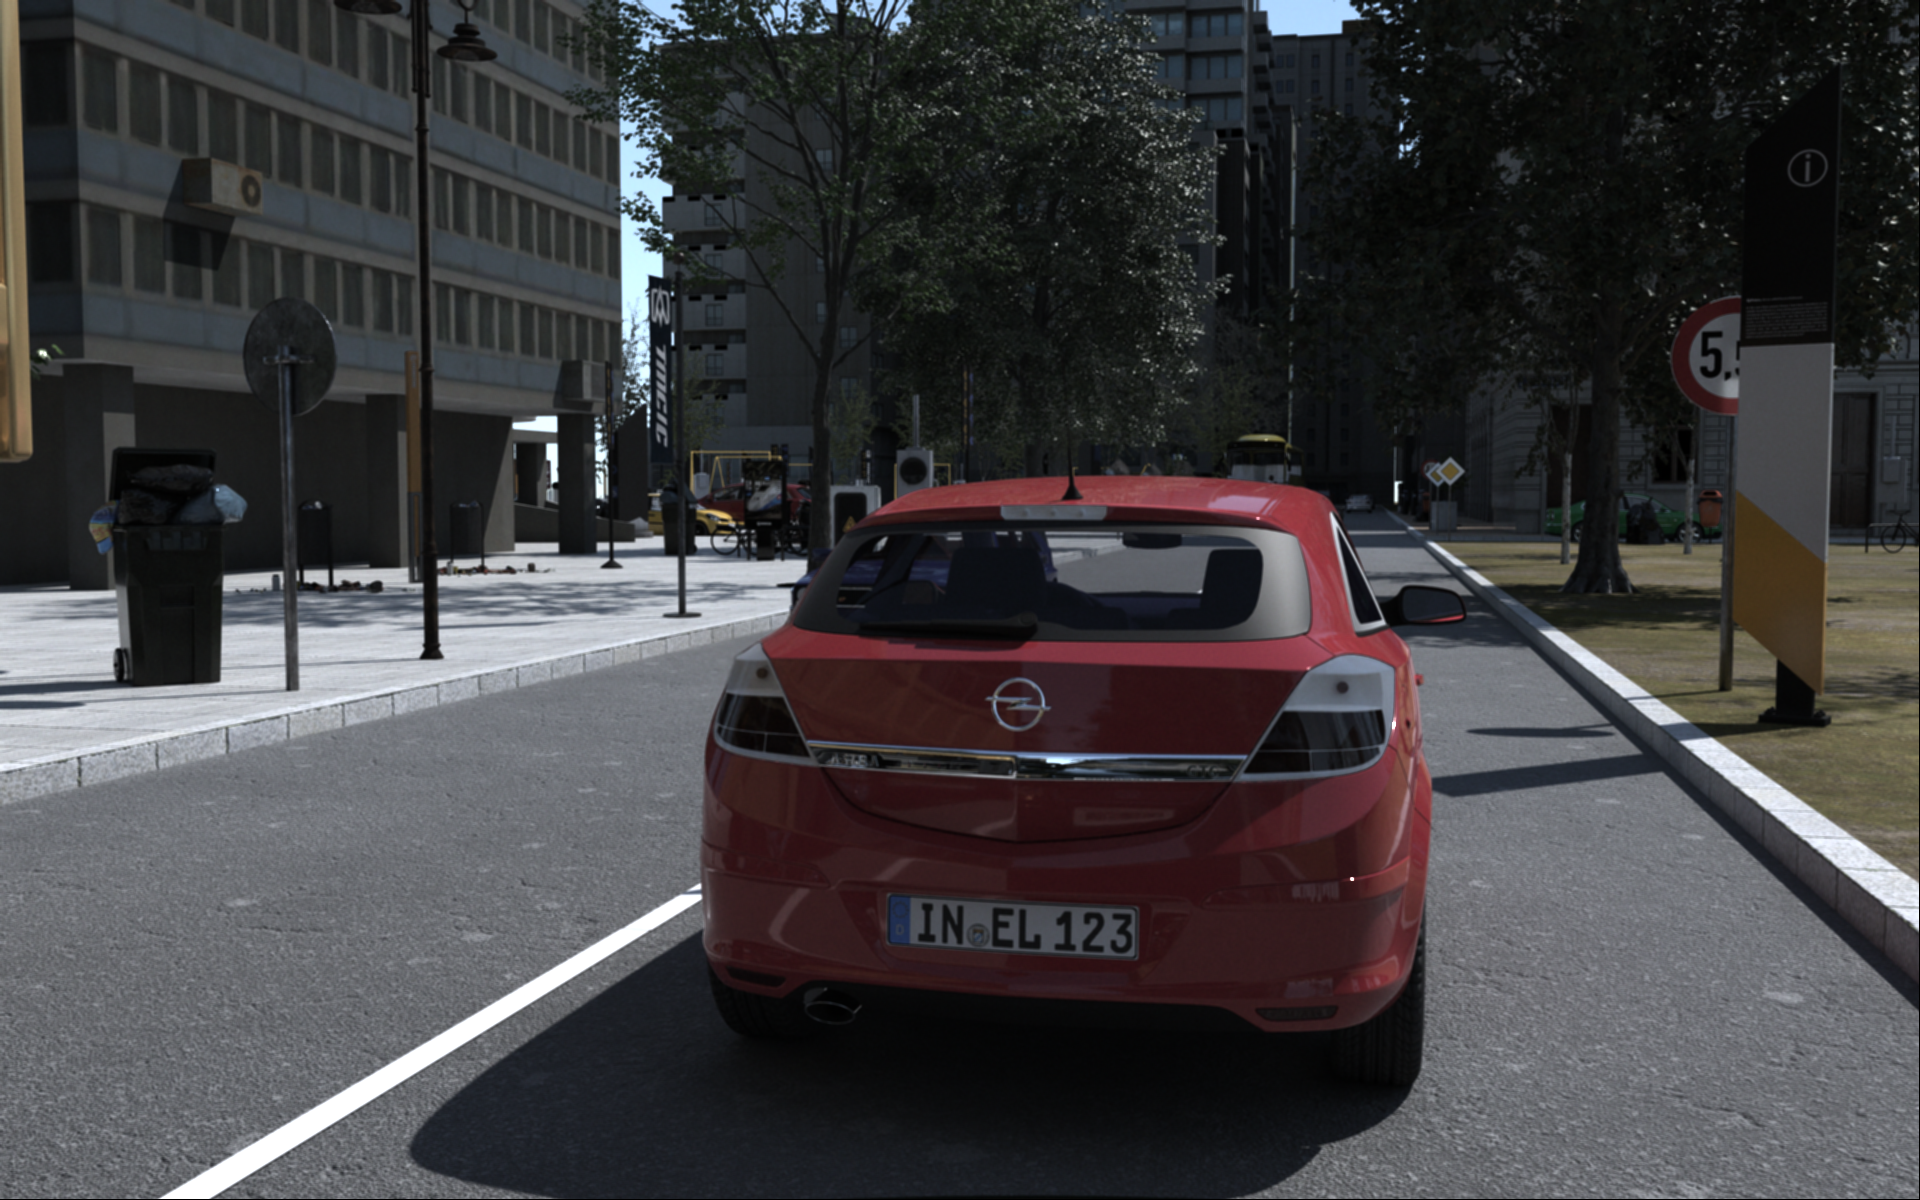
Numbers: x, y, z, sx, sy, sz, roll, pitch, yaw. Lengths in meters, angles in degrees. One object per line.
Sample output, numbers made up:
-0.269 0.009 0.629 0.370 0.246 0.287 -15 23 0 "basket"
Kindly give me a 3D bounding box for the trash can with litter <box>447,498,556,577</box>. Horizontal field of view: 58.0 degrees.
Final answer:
-7.551 -1.037 28.005 2.233 1.210 1.678 -2 4 -33 "trash can with litter"

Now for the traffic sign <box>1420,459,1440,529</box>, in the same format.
17.047 -3.828 62.696 0.768 2.556 0.104 1 4 19 "traffic sign"

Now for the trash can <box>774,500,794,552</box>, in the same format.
-4.085 -1.654 38.699 0.748 1.137 0.748 0 3 0 "trash can"

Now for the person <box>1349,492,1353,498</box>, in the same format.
43.467 -11.160 192.430 0.415 1.643 0.593 -3 4 -37 "person"

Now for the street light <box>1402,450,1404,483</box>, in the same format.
32.185 -9.364 125.887 0.468 5.910 1.993 1 4 13 "street light"

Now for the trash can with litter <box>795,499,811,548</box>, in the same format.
-3.330 -1.810 40.983 1.055 1.170 0.624 -1 4 -18 "trash can with litter"

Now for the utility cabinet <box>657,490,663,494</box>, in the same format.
-15.888 -5.240 94.351 1.173 1.500 0.318 -2 4 -27 "utility cabinet"

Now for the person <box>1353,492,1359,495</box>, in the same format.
40.497 -10.218 177.034 0.593 1.643 0.415 1 4 13 "person"

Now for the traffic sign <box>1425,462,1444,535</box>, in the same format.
14.895 -3.081 54.023 0.795 2.450 0.064 1 4 13 "traffic sign"

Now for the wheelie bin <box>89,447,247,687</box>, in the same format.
-5.355 -0.238 11.792 0.980 1.594 0.693 -2 4 -34 "wheelie bin"

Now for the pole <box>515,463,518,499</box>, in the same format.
-25.663 -6.510 100.276 0.158 3.312 0.155 0 3 0 "pole"

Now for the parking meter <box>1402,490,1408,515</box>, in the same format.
27.677 -6.067 107.609 0.372 1.533 0.369 0 3 0 "parking meter"

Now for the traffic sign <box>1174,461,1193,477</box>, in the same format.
8.469 -4.030 65.998 0.768 2.556 0.104 1 4 21 "traffic sign"

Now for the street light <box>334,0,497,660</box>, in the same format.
-4.116 -2.479 13.318 0.468 5.910 1.993 1 4 13 "street light"

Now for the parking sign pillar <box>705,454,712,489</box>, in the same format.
-16.967 -7.760 115.350 1.447 3.967 1.447 1 4 19 "parking sign pillar"

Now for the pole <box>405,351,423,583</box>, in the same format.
-7.841 -1.897 24.867 0.158 3.312 0.155 0 3 0 "pole"

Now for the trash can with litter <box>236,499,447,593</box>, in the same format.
-8.277 -0.722 22.860 2.233 1.210 1.678 1 4 22 "trash can with litter"

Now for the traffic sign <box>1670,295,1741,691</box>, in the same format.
4.997 -0.680 11.229 0.768 2.556 0.104 1 4 22 "traffic sign"

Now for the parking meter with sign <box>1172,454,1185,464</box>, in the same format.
9.792 -4.839 75.377 0.543 3.016 1.738 2 4 28 "parking meter with sign"

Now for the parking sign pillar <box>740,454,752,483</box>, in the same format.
-14.379 -7.873 117.195 1.447 3.967 1.447 -3 5 -39 "parking sign pillar"

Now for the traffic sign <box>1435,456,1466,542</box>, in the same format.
13.075 -2.606 46.248 0.795 2.450 0.064 1 4 13 "traffic sign"

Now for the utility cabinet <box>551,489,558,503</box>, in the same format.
-17.731 -4.125 76.124 0.318 1.500 1.173 -1 4 -18 "utility cabinet"

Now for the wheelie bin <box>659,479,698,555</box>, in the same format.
-5.956 -1.755 36.604 0.693 1.594 0.980 1 4 10 "wheelie bin"

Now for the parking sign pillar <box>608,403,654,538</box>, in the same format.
-9.775 -3.823 50.986 1.447 3.967 1.447 2 4 31 "parking sign pillar"

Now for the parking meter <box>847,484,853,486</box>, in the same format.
-6.255 -5.657 98.200 0.399 1.863 0.255 -1 4 -14 "parking meter"

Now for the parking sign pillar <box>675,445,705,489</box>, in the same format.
-14.536 -6.358 92.422 1.447 3.967 1.447 -1 4 -13 "parking sign pillar"

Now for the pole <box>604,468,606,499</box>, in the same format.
-27.585 -8.607 134.573 0.158 3.312 0.155 0 3 0 "pole"

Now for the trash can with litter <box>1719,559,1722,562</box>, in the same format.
14.048 -1.182 30.710 1.055 1.170 0.624 3 5 40 "trash can with litter"

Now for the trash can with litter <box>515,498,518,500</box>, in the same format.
-16.612 -3.209 63.851 1.055 1.170 0.624 -2 4 -30 "trash can with litter"

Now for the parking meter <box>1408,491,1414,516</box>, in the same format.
27.108 -5.809 103.385 0.372 1.533 0.369 0 3 0 "parking meter"

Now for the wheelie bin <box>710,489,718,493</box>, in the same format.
-14.260 -5.683 100.818 0.980 1.594 0.693 0 4 8 "wheelie bin"

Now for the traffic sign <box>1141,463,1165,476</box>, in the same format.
6.239 -3.206 56.063 0.795 2.450 0.064 1 4 13 "traffic sign"

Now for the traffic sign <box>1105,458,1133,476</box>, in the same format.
4.418 -2.731 48.288 0.795 2.450 0.064 1 4 13 "traffic sign"

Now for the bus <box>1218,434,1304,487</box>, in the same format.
13.234 -5.094 74.835 2.896 3.916 12.252 1 4 15 "bus"

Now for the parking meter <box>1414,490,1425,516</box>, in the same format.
25.793 -5.407 96.812 0.372 1.533 0.369 0 3 0 "parking meter"

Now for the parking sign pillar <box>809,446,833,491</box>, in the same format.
-7.744 -6.603 96.438 1.447 3.967 1.447 -1 4 -15 "parking sign pillar"

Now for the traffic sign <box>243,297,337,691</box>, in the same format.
-4.359 -0.681 11.233 0.768 2.556 0.104 1 4 22 "traffic sign"

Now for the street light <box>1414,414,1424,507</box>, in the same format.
23.470 -7.091 88.725 0.468 5.910 1.993 1 4 13 "street light"

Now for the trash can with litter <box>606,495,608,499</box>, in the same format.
-28.439 -7.928 140.677 2.233 1.210 1.678 3 5 43 "trash can with litter"

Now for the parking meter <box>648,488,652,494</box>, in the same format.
-12.242 -3.639 67.914 0.372 1.533 0.369 0 3 0 "parking meter"

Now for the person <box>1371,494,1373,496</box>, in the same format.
40.783 -9.812 172.163 0.421 1.427 0.697 -2 4 -31 "person"

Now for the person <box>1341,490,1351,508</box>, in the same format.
40.299 -10.503 180.203 1.348 1.826 0.705 -1 4 -15 "person"

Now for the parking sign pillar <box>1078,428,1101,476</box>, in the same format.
5.033 -4.830 67.448 1.447 3.967 1.447 -1 4 -18 "parking sign pillar"
